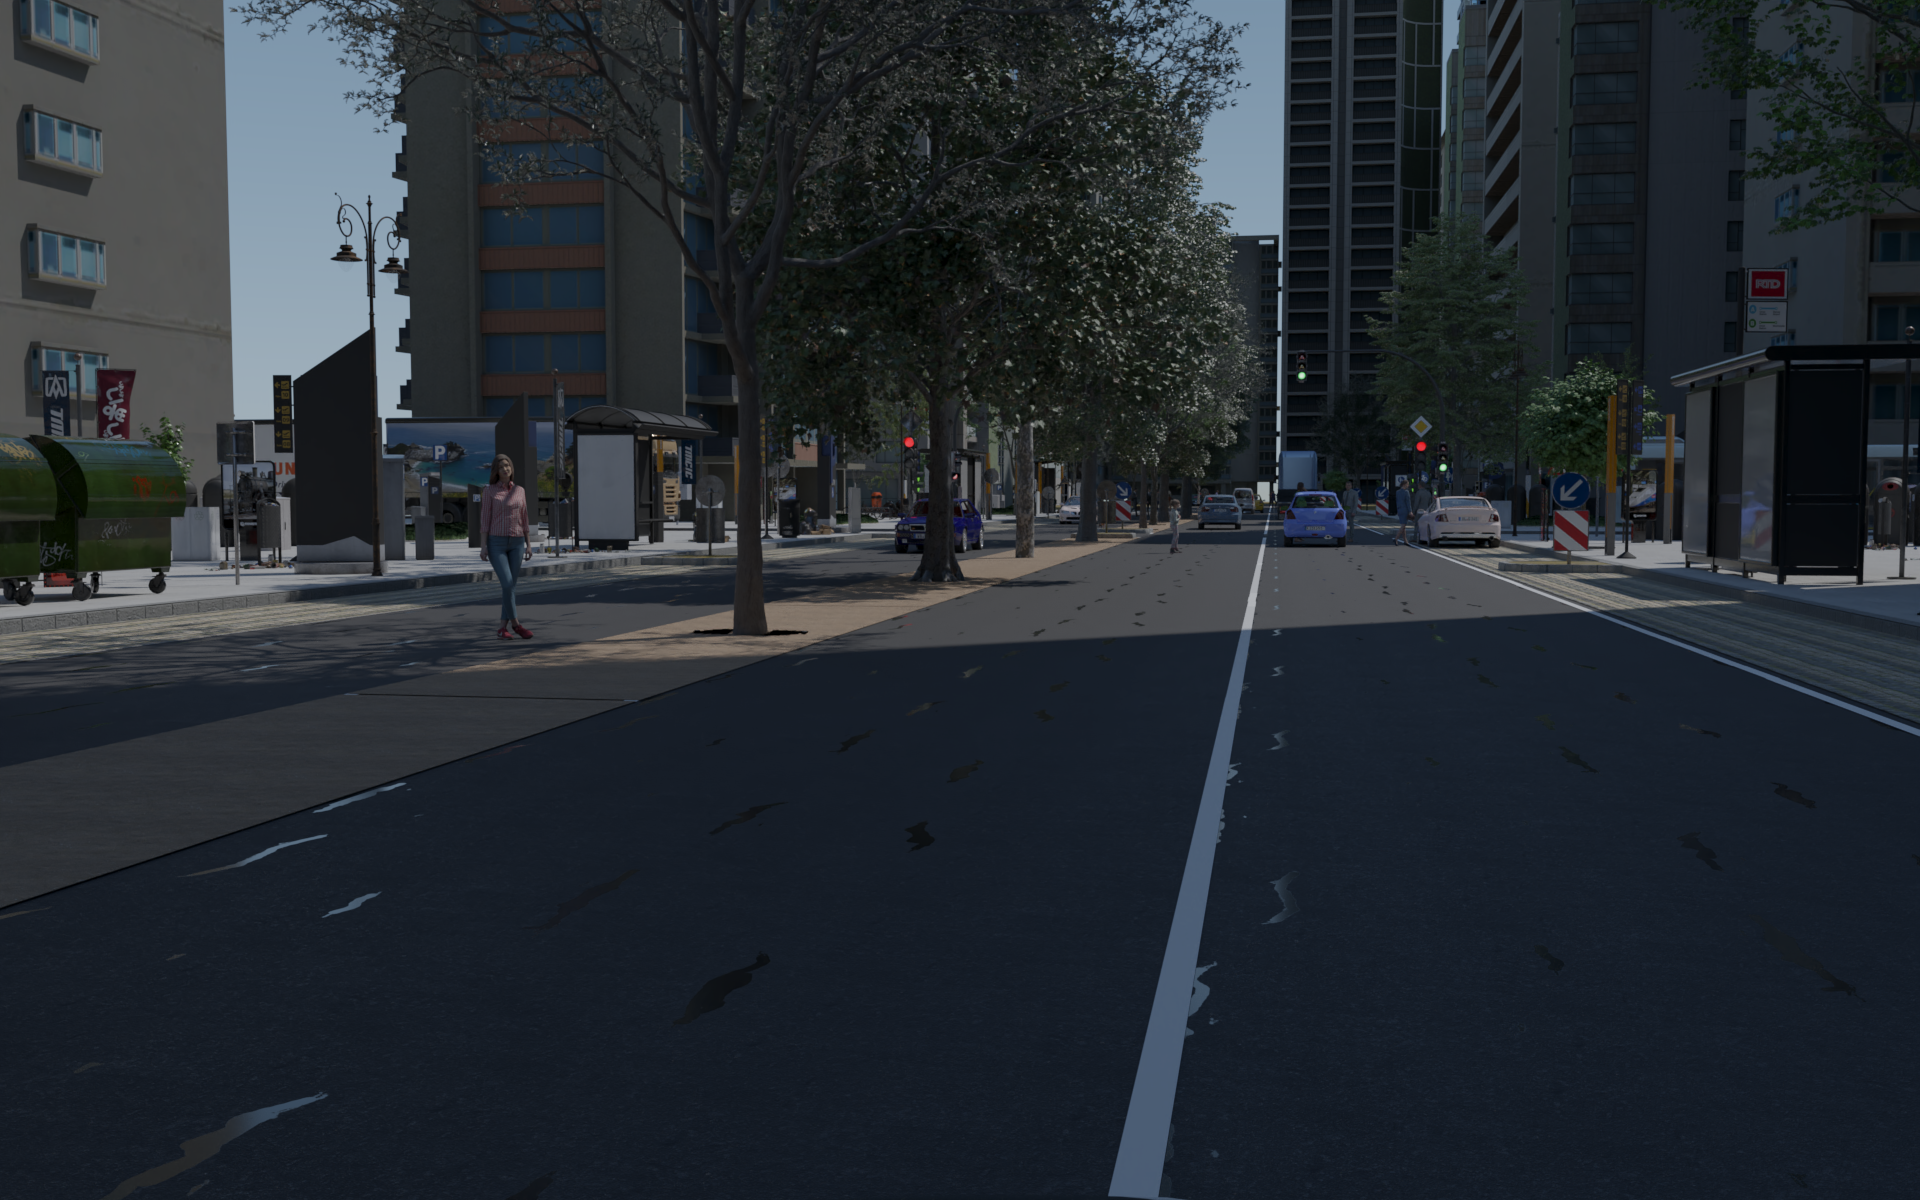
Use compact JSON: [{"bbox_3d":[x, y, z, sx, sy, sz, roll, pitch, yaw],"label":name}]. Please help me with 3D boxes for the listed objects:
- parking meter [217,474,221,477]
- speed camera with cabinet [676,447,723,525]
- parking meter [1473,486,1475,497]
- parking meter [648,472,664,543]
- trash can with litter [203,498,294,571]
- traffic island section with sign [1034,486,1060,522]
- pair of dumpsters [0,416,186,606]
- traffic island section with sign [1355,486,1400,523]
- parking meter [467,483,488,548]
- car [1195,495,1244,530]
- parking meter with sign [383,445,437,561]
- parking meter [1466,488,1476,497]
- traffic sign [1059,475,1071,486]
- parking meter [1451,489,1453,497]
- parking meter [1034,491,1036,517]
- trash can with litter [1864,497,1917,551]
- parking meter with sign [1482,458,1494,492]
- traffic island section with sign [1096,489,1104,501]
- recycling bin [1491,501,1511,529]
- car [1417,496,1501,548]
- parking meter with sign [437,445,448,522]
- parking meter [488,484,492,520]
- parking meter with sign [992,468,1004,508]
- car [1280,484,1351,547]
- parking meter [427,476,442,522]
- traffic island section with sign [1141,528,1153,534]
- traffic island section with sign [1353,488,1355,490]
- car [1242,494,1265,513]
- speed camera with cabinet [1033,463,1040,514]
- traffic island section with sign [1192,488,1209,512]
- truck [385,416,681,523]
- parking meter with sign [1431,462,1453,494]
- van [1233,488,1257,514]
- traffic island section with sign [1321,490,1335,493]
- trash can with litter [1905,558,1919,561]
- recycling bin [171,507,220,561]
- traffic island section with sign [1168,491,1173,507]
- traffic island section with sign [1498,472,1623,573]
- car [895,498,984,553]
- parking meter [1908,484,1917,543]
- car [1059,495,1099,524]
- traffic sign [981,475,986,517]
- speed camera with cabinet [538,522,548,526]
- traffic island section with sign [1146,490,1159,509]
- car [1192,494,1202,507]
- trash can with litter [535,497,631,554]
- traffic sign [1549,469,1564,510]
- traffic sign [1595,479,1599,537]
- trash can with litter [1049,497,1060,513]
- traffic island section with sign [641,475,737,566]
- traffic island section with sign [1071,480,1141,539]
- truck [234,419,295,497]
[{"bbox_3d":[-21.704,-2.768,50.974,0.255,1.863,0.399,-1,4,-8],"label":"parking meter"},{"bbox_3d":[-10.975,-4.772,72.362,2.038,3.252,0.660,1,4,12],"label":"speed camera with cabinet"},{"bbox_3d":[33.439,-6.520,112.320,0.255,1.863,0.399,-2,4,-32],"label":"parking meter"},{"bbox_3d":[-8.058,-2.454,45.828,0.399,1.863,0.255,3,4,36],"label":"parking meter"},{"bbox_3d":[-12.307,-1.155,29.934,1.678,1.210,2.233,1,4,20],"label":"trash can with litter"},{"bbox_3d":[4.583,-4.965,89.805,1.989,1.847,2.006,1,4,10],"label":"traffic island section with sign"},{"bbox_3d":[-11.085,-1.089,20.307,1.574,2.255,4.437,1,4,10],"label":"pair of dumpsters"},{"bbox_3d":[20.895,-4.756,86.388,1.989,1.847,2.006,1,4,10],"label":"traffic island section with sign"},{"bbox_3d":[-11.536,-2.010,41.274,0.372,1.533,0.369,0,3,0],"label":"parking meter"},{"bbox_3d":[10.664,-3.615,71.111,2.014,1.417,4.499,1,4,9],"label":"car"},{"bbox_3d":[-11.092,-2.278,33.499,1.738,3.016,0.543,-1,4,-15],"label":"parking meter with sign"},{"bbox_3d":[23.304,-4.326,79.135,0.372,1.533,0.369,0,3,0],"label":"parking meter"},{"bbox_3d":[7.227,-7.318,119.647,0.884,2.594,0.081,1,4,17],"label":"traffic sign"},{"bbox_3d":[24.588,-4.748,86.033,0.372,1.533,0.369,0,3,0],"label":"parking meter"},{"bbox_3d":[4.186,-5.549,99.143,0.372,1.533,0.369,0,3,0],"label":"parking meter"},{"bbox_3d":[21.301,-1.785,40.244,1.678,1.210,2.233,3,4,37],"label":"trash can with litter"},{"bbox_3d":[25.836,-5.422,84.905,0.543,3.016,1.738,1,4,14],"label":"parking meter with sign"},{"bbox_3d":[9.384,-6.587,116.331,1.989,1.847,2.006,1,4,10],"label":"traffic island section with sign"},{"bbox_3d":[20.207,-3.190,64.716,0.722,1.027,0.722,1,4,16],"label":"recycling bin"},{"bbox_3d":[13.630,-2.144,47.410,2.083,1.381,4.827,1,4,9],"label":"car"},{"bbox_3d":[-18.562,-3.932,60.545,0.543,3.016,1.738,1,4,13],"label":"parking meter with sign"},{"bbox_3d":[-11.654,-2.129,43.219,0.372,1.533,0.369,0,3,0],"label":"parking meter"},{"bbox_3d":[2.467,-7.323,115.988,0.543,3.016,1.738,-2,4,-25],"label":"parking meter with sign"},{"bbox_3d":[9.874,-2.357,48.131,1.945,1.707,3.694,1,4,12],"label":"car"},{"bbox_3d":[-16.738,-3.026,55.187,0.399,1.863,0.255,-2,4,-26],"label":"parking meter"},{"bbox_3d":[6.041,-3.399,63.702,2.006,1.907,1.989,1,4,10],"label":"traffic island section with sign"},{"bbox_3d":[25.705,-6.378,112.912,1.989,1.847,2.006,1,4,10],"label":"traffic island section with sign"},{"bbox_3d":[21.978,-7.347,130.348,2.015,1.641,3.980,1,4,9],"label":"car"},{"bbox_3d":[4.616,-7.085,110.173,0.660,3.252,2.038,1,4,12],"label":"speed camera with cabinet"},{"bbox_3d":[19.413,-7.921,137.646,2.006,1.907,1.989,1,4,10],"label":"traffic island section with sign"},{"bbox_3d":[-15.339,-4.575,63.722,11.283,4.237,2.839,1,4,11],"label":"truck"},{"bbox_3d":[25.793,-5.945,93.464,1.738,3.016,0.543,0,4,3],"label":"parking meter with sign"},{"bbox_3d":[20.550,-7.255,125.636,2.013,2.044,4.112,1,4,10],"label":"van"},{"bbox_3d":[34.650,-9.398,162.290,1.989,1.847,2.006,1,4,10],"label":"traffic island section with sign"},{"bbox_3d":[19.280,-1.360,33.288,2.233,1.210,1.678,1,4,16],"label":"trash can with litter"},{"bbox_3d":[-14.745,-1.276,33.419,0.722,1.027,0.722,-1,4,-9],"label":"recycling bin"},{"bbox_3d":[23.225,-11.265,192.818,1.989,1.847,2.006,1,4,10],"label":"traffic island section with sign"},{"bbox_3d":[11.092,-1.438,32.143,1.989,1.847,2.006,1,4,10],"label":"traffic island section with sign"},{"bbox_3d":[-0.499,-1.880,43.326,1.945,1.354,3.894,1,4,10],"label":"car"},{"bbox_3d":[24.996,-2.279,45.669,0.372,1.533,0.369,0,3,0],"label":"parking meter"},{"bbox_3d":[5.884,-4.338,83.283,2.083,1.381,4.827,1,4,10],"label":"car"},{"bbox_3d":[1.417,-5.697,95.269,0.606,2.300,0.079,1,4,11],"label":"traffic sign"},{"bbox_3d":[-15.692,-4.547,68.675,2.038,3.252,0.660,1,4,13],"label":"speed camera with cabinet"},{"bbox_3d":[18.351,-9.617,165.870,1.989,1.847,2.006,1,4,10],"label":"traffic island section with sign"},{"bbox_3d":[24.359,-10.318,178.483,2.009,1.686,4.222,1,4,9],"label":"car"},{"bbox_3d":[-8.328,-1.637,37.818,2.233,1.210,1.678,-1,4,-11],"label":"trash can with litter"},{"bbox_3d":[16.836,-2.959,48.375,0.884,2.594,0.081,1,4,11],"label":"traffic sign"},{"bbox_3d":[19.194,-3.182,52.133,0.768,2.556,0.104,1,4,18],"label":"traffic sign"},{"bbox_3d":[6.314,-6.325,114.808,1.055,1.170,0.624,-2,4,-24],"label":"trash can with litter"},{"bbox_3d":[-5.249,-1.640,35.440,1.989,1.847,2.006,1,4,10],"label":"traffic island section with sign"},{"bbox_3d":[4.713,-2.953,56.415,2.006,1.907,1.989,1,4,10],"label":"traffic island section with sign"},{"bbox_3d":[-29.314,-4.755,66.655,11.283,4.237,2.839,1,4,11],"label":"truck"}]
